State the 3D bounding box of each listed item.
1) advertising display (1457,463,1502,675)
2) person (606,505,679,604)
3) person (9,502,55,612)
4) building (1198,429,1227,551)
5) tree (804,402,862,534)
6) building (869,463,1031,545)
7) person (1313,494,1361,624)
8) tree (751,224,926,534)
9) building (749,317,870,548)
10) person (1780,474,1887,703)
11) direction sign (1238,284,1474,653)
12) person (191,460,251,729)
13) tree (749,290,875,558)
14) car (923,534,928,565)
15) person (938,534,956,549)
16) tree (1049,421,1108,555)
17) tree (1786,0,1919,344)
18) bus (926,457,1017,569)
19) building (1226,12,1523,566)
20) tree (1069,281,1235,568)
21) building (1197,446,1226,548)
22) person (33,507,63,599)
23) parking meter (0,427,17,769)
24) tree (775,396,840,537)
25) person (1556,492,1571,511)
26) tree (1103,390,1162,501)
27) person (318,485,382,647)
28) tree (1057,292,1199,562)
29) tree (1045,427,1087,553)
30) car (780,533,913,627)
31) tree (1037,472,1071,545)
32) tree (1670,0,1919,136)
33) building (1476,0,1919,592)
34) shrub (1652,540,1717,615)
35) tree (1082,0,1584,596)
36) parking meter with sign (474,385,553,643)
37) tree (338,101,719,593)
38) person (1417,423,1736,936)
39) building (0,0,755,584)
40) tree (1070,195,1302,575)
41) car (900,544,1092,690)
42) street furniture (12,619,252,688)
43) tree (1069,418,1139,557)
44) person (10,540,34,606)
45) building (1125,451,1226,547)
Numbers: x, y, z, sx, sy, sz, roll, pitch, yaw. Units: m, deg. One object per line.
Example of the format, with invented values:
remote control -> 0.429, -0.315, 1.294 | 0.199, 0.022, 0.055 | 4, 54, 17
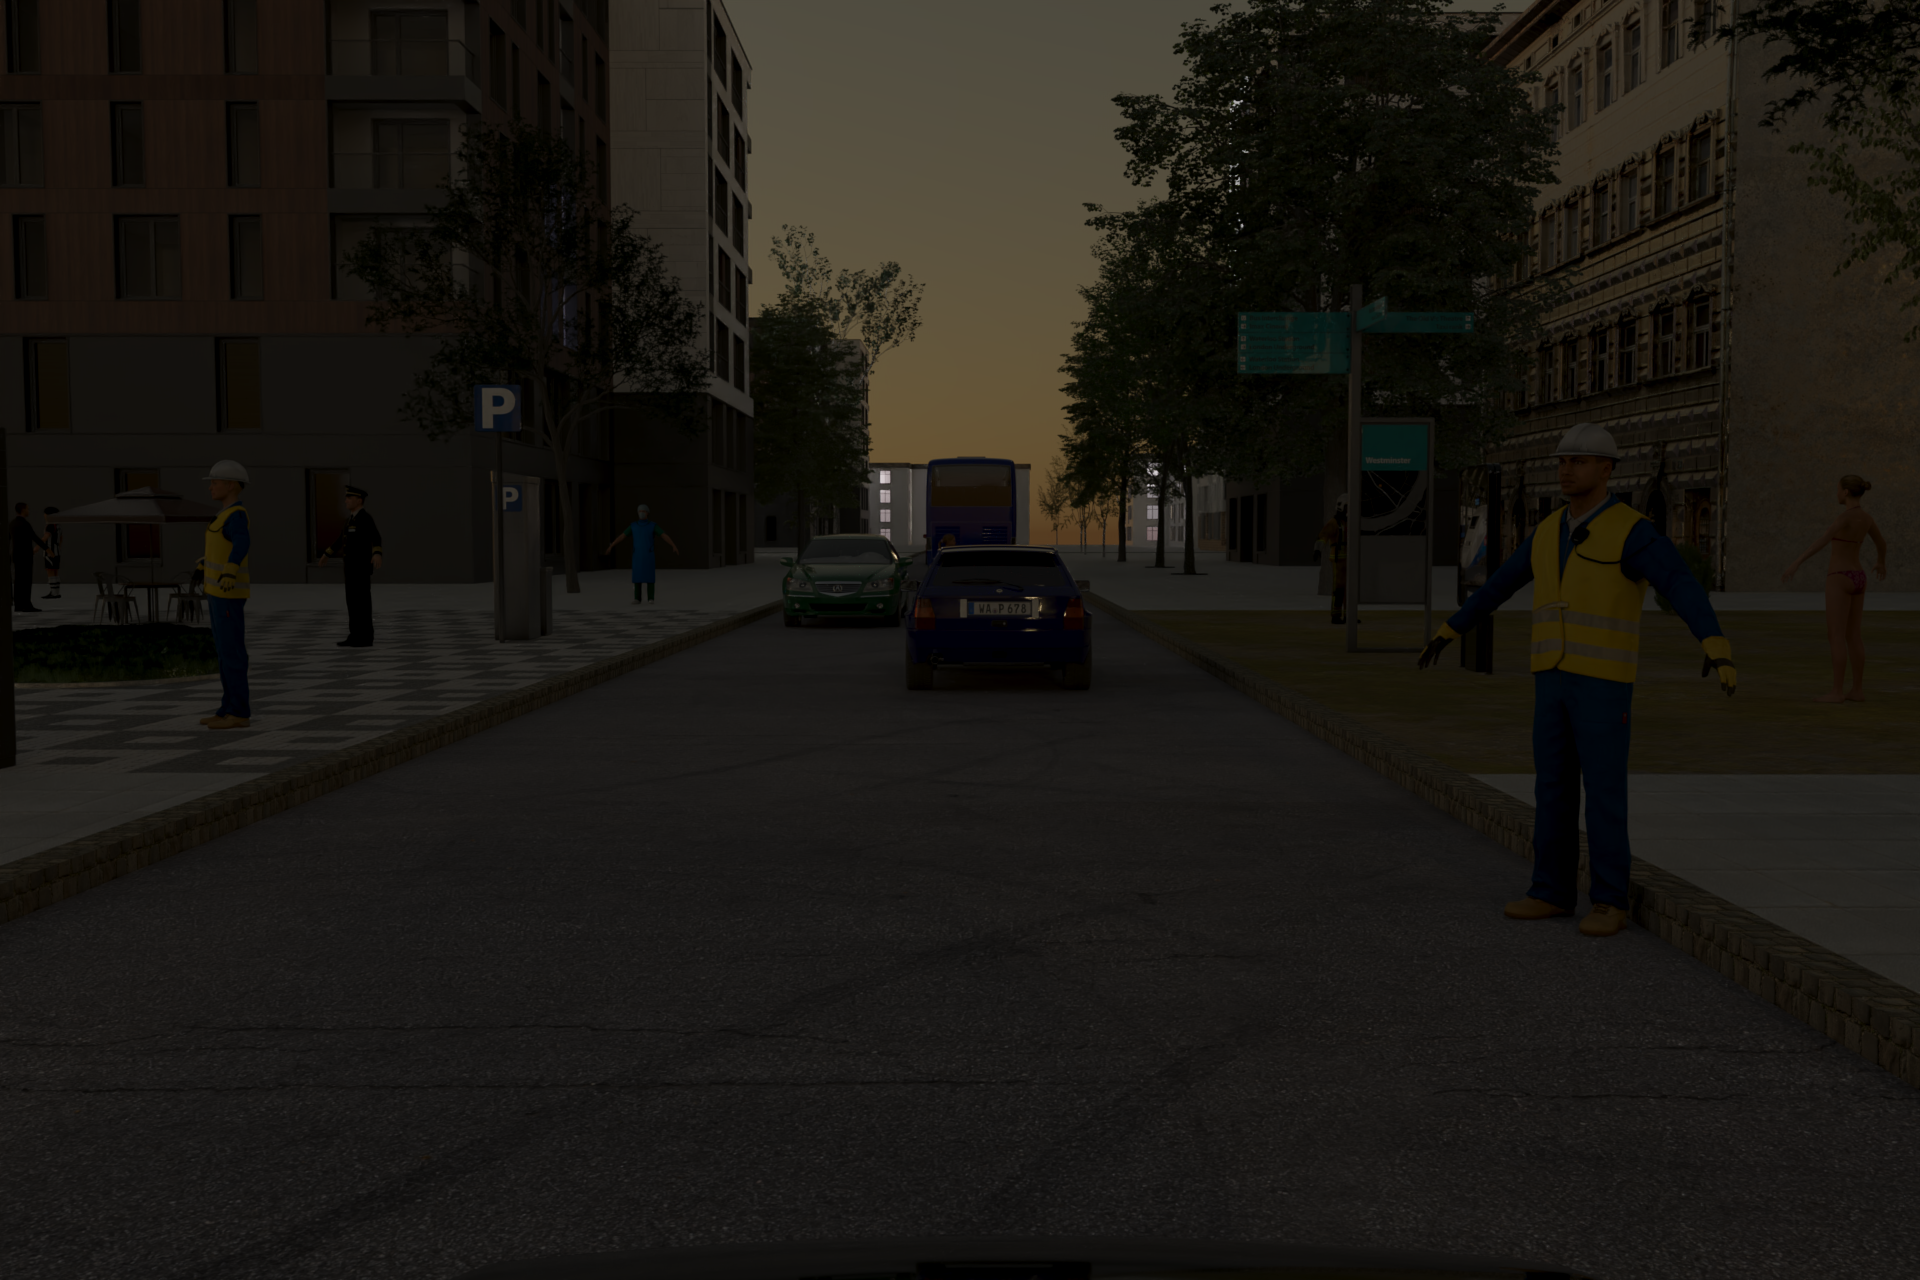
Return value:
advertising display -> 4.841, -0.671, 16.187 | 0.123, 1.923, 0.974 | 0, 4, 1
person -> -5.784, -1.559, 31.623 | 1.347, 1.817, 0.704 | 0, 4, 3
person -> -15.420, -1.366, 28.551 | 1.346, 1.802, 0.704 | 2, 4, 31
building -> 24.426, -17.282, 138.983 | 16.016, 20.090, 11.380 | 0, 4, 0
tree -> -7.535, -8.990, 97.341 | 4.737, 8.622, 4.395 | 0, 3, 0
building -> -5.716, -15.874, 204.139 | 28.070, 9.664, 9.099 | 0, 4, 3
person -> 5.508, -1.160, 24.730 | 1.354, 1.858, 0.705 | -2, 4, -32
tree -> -9.256, -15.447, 108.455 | 12.611, 20.169, 13.585 | 0, 3, 0
building -> -24.402, -20.534, 179.710 | 27.936, 21.610, 32.646 | 0, 4, 1
person -> 6.722, -0.395, 13.269 | 1.217, 1.733, 0.721 | -2, 4, -30
direction sign -> 4.247, -1.794, 18.095 | 2.525, 3.948, 1.411 | 0, 4, -1
person -> -4.940, -0.308, 11.496 | 0.721, 1.772, 1.216 | -2, 4, -32
tree -> -7.900, -9.983, 81.355 | 7.486, 12.596, 7.792 | 0, 3, 0
car -> -0.599, -4.487, 82.036 | 2.281, 1.827, 5.304 | 0, 3, 0
person -> -0.086, -0.830, 25.288 | 0.599, 1.433, 0.991 | 0, 4, 7
tree -> 7.807, -9.540, 106.343 | 4.360, 8.622, 3.978 | 0, 3, 0
tree -> 12.107, -4.282, 20.375 | 4.737, 8.622, 4.395 | 0, 3, 0
bus -> 0.359, -3.840, 54.335 | 2.896, 3.916, 12.251 | 0, 4, 0
building -> 26.656, -14.710, 84.481 | 27.936, 21.610, 32.646 | 0, 4, 0
tree -> 7.733, -8.545, 65.469 | 9.928, 11.665, 9.643 | 0, 3, 0
building -> 27.146, -18.541, 159.572 | 16.016, 20.090, 11.380 | 0, 4, 1
person -> -18.065, -1.729, 34.408 | 0.704, 1.843, 1.345 | -1, 4, -10
parking meter -> -5.425, -0.229, 9.449 | 0.399, 1.863, 0.255 | 0, 4, 1
tree -> -7.814, -8.682, 92.312 | 4.737, 8.622, 4.395 | 0, 3, 0
person -> 7.697, -0.992, 21.992 | 0.705, 1.856, 1.354 | 3, 4, 37
tree -> 20.280, -21.420, 206.113 | 12.611, 20.169, 13.585 | 0, 3, 0
person -> -6.895, -0.845, 19.744 | 1.347, 1.837, 0.705 | 3, 5, 43
tree -> 7.898, -9.927, 80.441 | 7.486, 12.596, 7.792 | 0, 3, 0
tree -> 8.099, -10.013, 114.074 | 4.360, 8.622, 3.978 | 0, 3, 0
car -> -1.805, -1.008, 28.285 | 2.131, 1.459, 4.920 | 0, 4, 1
tree -> 10.960, -15.257, 199.820 | 4.737, 8.622, 4.395 | 0, 3, 0
tree -> 6.722, -4.526, 8.417 | 7.601, 10.594, 8.767 | 1, 4, 20
building -> 26.032, -13.176, 46.349 | 19.493, 23.208, 18.063 | 0, 4, 0
shrub -> 11.426, -0.994, 27.369 | 1.383, 1.207, 1.383 | 0, 3, 0
tree -> 7.732, -7.907, 35.933 | 9.857, 13.997, 8.962 | 0, 3, 0
parking meter with sign -> -5.390, -1.522, 21.139 | 0.543, 3.016, 1.738 | 0, 4, 0
tree -> -8.664, -6.307, 37.529 | 7.601, 10.594, 8.767 | 3, 4, 36
person -> 2.256, 0.128, 6.328 | 0.705, 1.833, 1.349 | -2, 4, -33
building -> -23.051, -13.224, 60.194 | 27.936, 21.610, 32.646 | 0, 3, 0
tree -> 7.072, -7.861, 54.279 | 9.928, 11.665, 9.643 | 0, 3, 0
car -> 0.356, -0.286, 17.260 | 1.945, 1.354, 3.894 | 0, 4, 0
street furniture -> -11.249, 0.113, 13.774 | 10.072, 0.657, 5.734 | -1, 4, -12
tree -> 7.903, -8.843, 94.940 | 4.360, 8.622, 3.978 | 0, 3, 0
person -> -17.070, -1.508, 30.784 | 1.348, 1.813, 0.705 | 0, 4, 4
building -> 22.390, -14.542, 179.914 | 9.099, 9.664, 28.070 | 0, 4, 0
